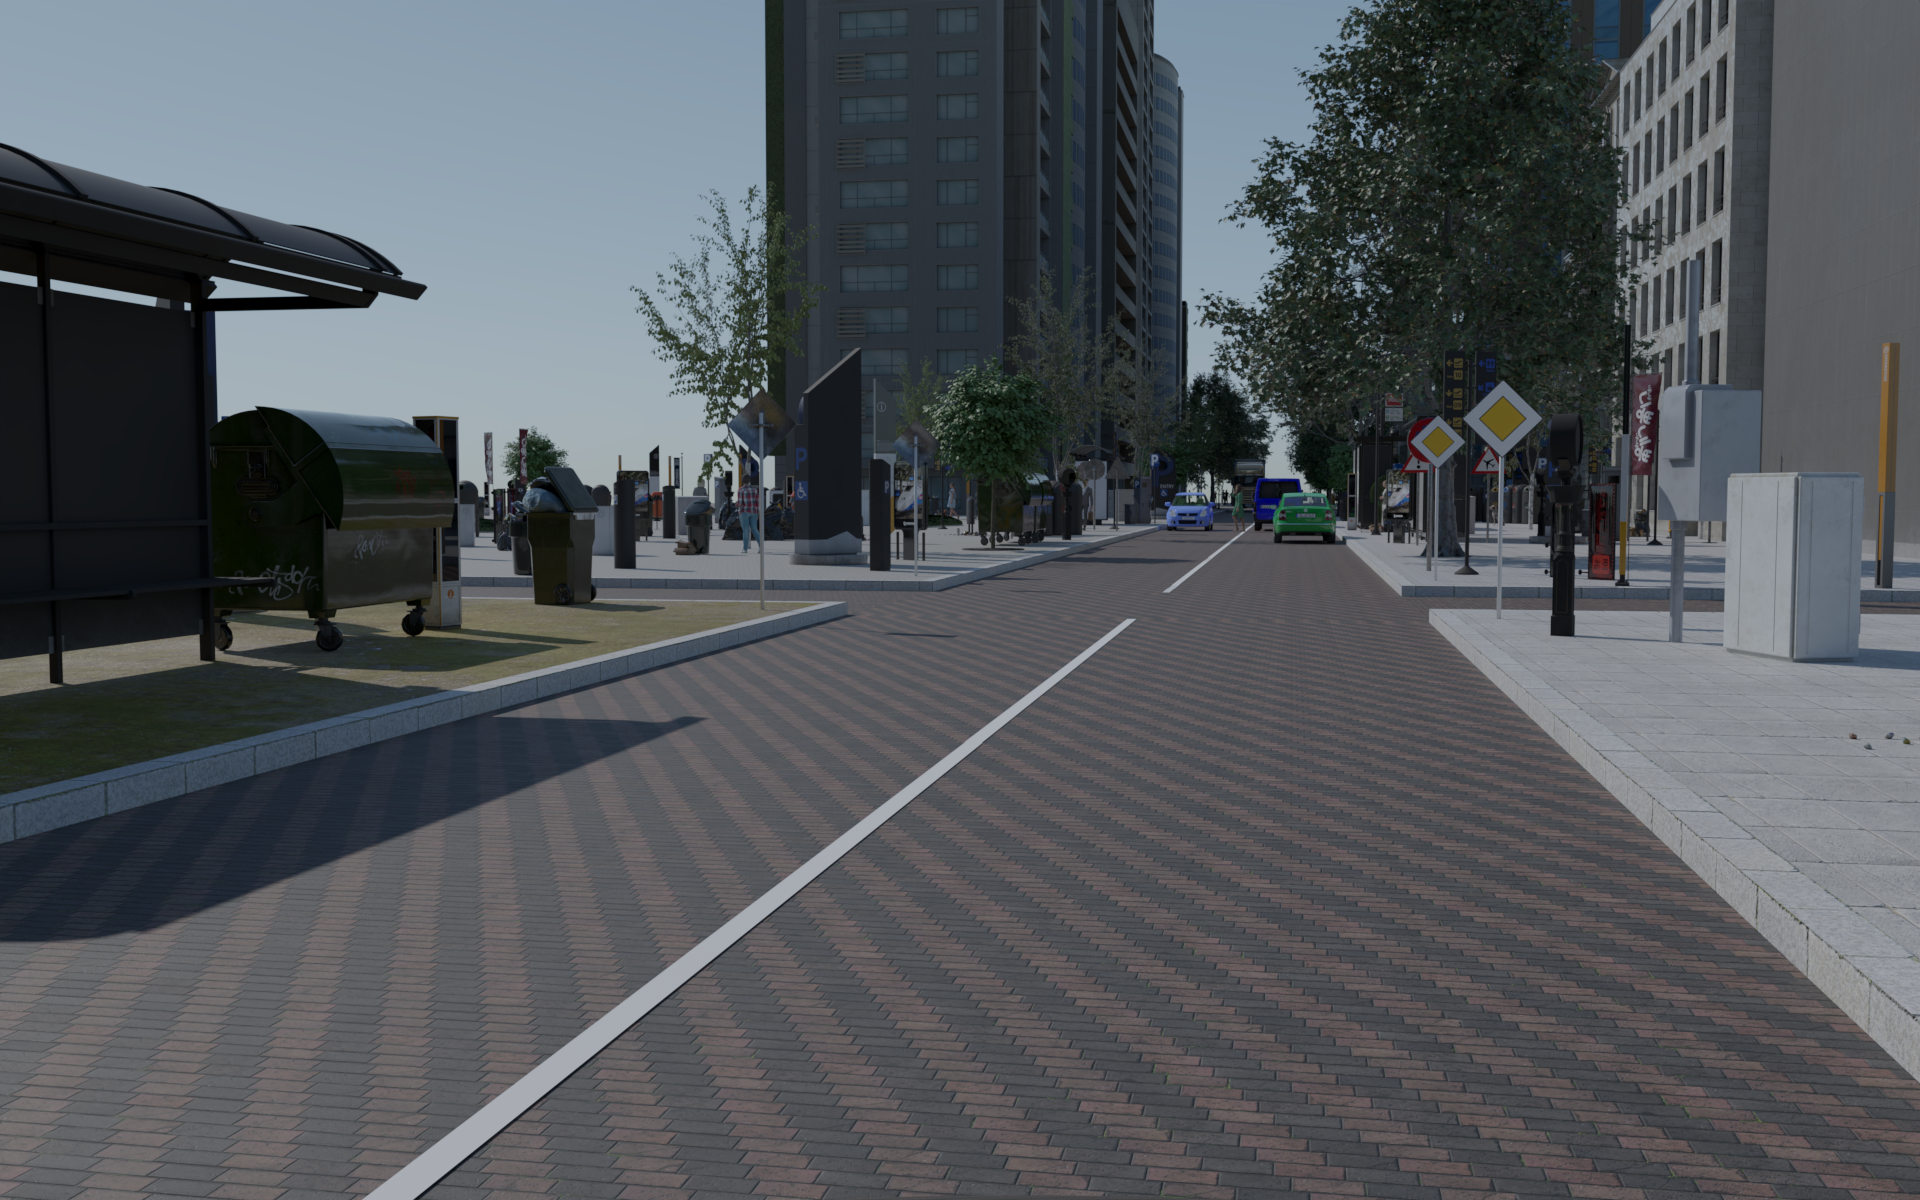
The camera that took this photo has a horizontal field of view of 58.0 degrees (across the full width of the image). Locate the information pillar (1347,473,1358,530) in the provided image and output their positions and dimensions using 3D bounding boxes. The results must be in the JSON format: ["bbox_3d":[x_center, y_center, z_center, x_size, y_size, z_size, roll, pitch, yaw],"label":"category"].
[{"bbox_3d":[13.877,-3.471,61.242,0.304,2.012,0.304,1,4,20],"label":"information pillar"}]

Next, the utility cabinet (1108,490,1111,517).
[{"bbox_3d":[8.257,-5.382,96.672,1.173,1.500,0.318,0,4,-5],"label":"utility cabinet"}]

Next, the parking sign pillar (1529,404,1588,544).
[{"bbox_3d":[15.558,-3.453,44.932,1.447,3.967,1.447,2,4,30],"label":"parking sign pillar"}]

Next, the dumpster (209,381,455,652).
[{"bbox_3d":[-5.475,-0.757,14.865,1.502,2.255,1.985,1,4,11],"label":"dumpster"}]

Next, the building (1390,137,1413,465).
[{"bbox_3d":[64.349,-35.967,211.769,21.300,48.544,21.600,1,4,11],"label":"building"}]

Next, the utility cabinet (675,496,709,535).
[{"bbox_3d":[-8.383,-2.633,54.211,1.020,1.237,0.306,-2,4,-31],"label":"utility cabinet"}]

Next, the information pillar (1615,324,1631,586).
[{"bbox_3d":[9.295,-2.008,24.193,0.183,3.616,0.504,1,4,22],"label":"information pillar"}]

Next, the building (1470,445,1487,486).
[{"bbox_3d":[46.014,-41.678,119.684,20.563,71.187,20.611,1,4,11],"label":"building"}]

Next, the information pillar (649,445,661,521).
[{"bbox_3d":[-14.386,-5.523,81.650,0.504,3.616,0.183,0,4,-3],"label":"information pillar"}]

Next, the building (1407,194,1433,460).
[{"bbox_3d":[57.554,-31.233,194.247,14.154,41.232,14.086,1,4,11],"label":"building"}]

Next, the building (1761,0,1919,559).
[{"bbox_3d":[34.543,-13.241,35.553,30.058,24.678,14.314,1,4,11],"label":"building"}]

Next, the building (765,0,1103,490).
[{"bbox_3d":[-1.148,-36.082,131.947,21.231,58.520,28.212,1,4,11],"label":"building"}]

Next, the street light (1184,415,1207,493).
[{"bbox_3d":[13.811,-7.920,102.025,1.470,5.913,1.316,1,4,11],"label":"street light"}]

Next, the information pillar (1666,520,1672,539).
[{"bbox_3d":[20.489,-3.558,49.531,0.183,3.616,0.504,-1,4,-19],"label":"information pillar"}]

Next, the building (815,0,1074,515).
[{"bbox_3d":[-0.609,-26.113,110.545,14.154,41.232,14.086,1,4,11],"label":"building"}]

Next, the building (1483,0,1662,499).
[{"bbox_3d":[39.461,-27.718,103.305,14.600,45.320,14.200,1,4,11],"label":"building"}]

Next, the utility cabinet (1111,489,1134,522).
[{"bbox_3d":[7.568,-4.359,79.951,0.318,1.500,1.173,3,5,42],"label":"utility cabinet"}]

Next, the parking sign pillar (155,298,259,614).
[{"bbox_3d":[-8.410,-1.853,18.763,1.447,3.967,1.447,-2,4,-33],"label":"parking sign pillar"}]

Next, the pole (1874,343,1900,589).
[{"bbox_3d":[12.573,-1.813,23.480,0.158,3.312,0.155,0,3,0],"label":"pole"}]

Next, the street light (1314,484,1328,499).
[{"bbox_3d":[21.161,-7.754,99.311,1.470,5.913,1.316,1,4,11],"label":"street light"}]

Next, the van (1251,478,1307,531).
[{"bbox_3d":[12.659,-3.935,68.714,2.240,2.365,5.245,1,4,11],"label":"van"}]

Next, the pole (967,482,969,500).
[{"bbox_3d":[0.436,-5.792,88.542,0.158,3.312,0.155,0,3,0],"label":"pole"}]

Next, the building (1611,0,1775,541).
[{"bbox_3d":[27.271,-12.154,53.463,10.420,20.320,16.860,1,4,11],"label":"building"}]

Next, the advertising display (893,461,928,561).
[{"bbox_3d":[-0.955,-1.731,33.521,0.123,1.923,0.974,-3,4,-38],"label":"advertising display"}]

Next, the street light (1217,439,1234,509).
[{"bbox_3d":[22.584,-10.688,147.296,1.470,5.913,1.316,1,4,11],"label":"street light"}]

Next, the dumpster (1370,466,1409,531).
[{"bbox_3d":[15.190,-3.566,60.802,1.502,2.255,1.985,1,4,11],"label":"dumpster"}]

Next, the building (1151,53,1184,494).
[{"bbox_3d":[17.984,-42.039,229.343,21.231,58.520,28.212,1,4,11],"label":"building"}]

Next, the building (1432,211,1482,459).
[{"bbox_3d":[52.027,-32.175,145.667,23.786,49.044,30.456,1,4,11],"label":"building"}]

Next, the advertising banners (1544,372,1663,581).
[{"bbox_3d":[9.565,-1.811,25.806,0.090,3.025,2.074,-2,4,-28],"label":"advertising banners"}]

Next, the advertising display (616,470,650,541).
[{"bbox_3d":[-8.895,-2.563,47.126,0.974,1.923,0.123,-3,5,-44],"label":"advertising display"}]

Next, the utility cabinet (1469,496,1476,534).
[{"bbox_3d":[15.987,-2.710,55.473,1.020,1.237,0.306,-1,4,-16],"label":"utility cabinet"}]

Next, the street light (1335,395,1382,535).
[{"bbox_3d":[12.464,-4.984,54.025,1.470,5.913,1.316,1,4,11],"label":"street light"}]

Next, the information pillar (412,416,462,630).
[{"bbox_3d":[-4.953,-0.729,16.419,0.304,2.012,0.304,2,4,25],"label":"information pillar"}]

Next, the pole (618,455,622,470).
[{"bbox_3d":[-17.730,-5.903,90.351,0.158,3.312,0.155,0,3,0],"label":"pole"}]

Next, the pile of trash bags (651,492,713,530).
[{"bbox_3d":[-9.500,-3.229,62.545,3.447,1.369,1.912,0,4,1],"label":"pile of trash bags"}]

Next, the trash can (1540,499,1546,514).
[{"bbox_3d":[18.323,-2.571,53.689,0.748,1.137,0.748,0,3,0],"label":"trash can"}]

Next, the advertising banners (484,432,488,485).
[{"bbox_3d":[-12.811,-3.193,48.392,0.090,3.025,2.074,-3,5,-41],"label":"advertising banners"}]

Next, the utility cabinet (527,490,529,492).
[{"bbox_3d":[-24.477,-5.394,96.877,0.318,1.500,1.173,-3,5,-39],"label":"utility cabinet"}]

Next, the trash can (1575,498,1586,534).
[{"bbox_3d":[20.005,-2.736,56.382,0.748,1.137,0.748,0,3,0],"label":"trash can"}]

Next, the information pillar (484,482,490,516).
[{"bbox_3d":[-27.972,-5.989,102.407,0.304,2.012,0.304,-1,4,-8],"label":"information pillar"}]

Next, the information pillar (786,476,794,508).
[{"bbox_3d":[-6.903,-4.052,70.735,0.304,2.012,0.304,1,4,11],"label":"information pillar"}]

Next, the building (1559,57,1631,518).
[{"bbox_3d":[35.176,-15.883,78.778,14.460,24.649,34.723,1,4,11],"label":"building"}]

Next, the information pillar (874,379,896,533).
[{"bbox_3d":[-1.547,-2.697,35.447,0.504,3.616,0.183,-2,4,-30],"label":"information pillar"}]

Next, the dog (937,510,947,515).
[{"bbox_3d":[-0.886,-4.205,85.583,0.406,0.507,0.540,1,4,9],"label":"dog"}]

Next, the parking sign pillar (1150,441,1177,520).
[{"bbox_3d":[10.252,-6.051,87.413,1.447,3.967,1.447,0,4,-5],"label":"parking sign pillar"}]

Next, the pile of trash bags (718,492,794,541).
[{"bbox_3d":[-5.233,-2.410,49.156,1.912,1.369,3.447,1,4,22],"label":"pile of trash bags"}]

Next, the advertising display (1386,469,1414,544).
[{"bbox_3d":[11.419,-2.433,44.991,0.123,1.923,0.974,-2,4,-24],"label":"advertising display"}]

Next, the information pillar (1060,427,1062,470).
[{"bbox_3d":[3.522,-4.225,60.439,0.183,3.616,0.504,0,4,2],"label":"information pillar"}]

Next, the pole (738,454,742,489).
[{"bbox_3d":[-11.230,-5.788,88.481,0.158,3.312,0.155,0,3,0],"label":"pole"}]

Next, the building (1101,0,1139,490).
[{"bbox_3d":[4.515,-32.635,157.282,21.300,48.544,21.600,1,4,11],"label":"building"}]

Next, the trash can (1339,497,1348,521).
[{"bbox_3d":[18.215,-4.278,81.595,0.748,1.137,0.748,0,3,0],"label":"trash can"}]

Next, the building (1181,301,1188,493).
[{"bbox_3d":[25.435,-29.271,250.279,14.160,30.474,14.107,1,4,11],"label":"building"}]

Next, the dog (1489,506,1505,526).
[{"bbox_3d":[21.709,-3.382,69.679,0.513,0.831,0.800,-1,4,-20],"label":"dog"}]

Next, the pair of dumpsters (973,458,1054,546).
[{"bbox_3d":[1.388,-2.594,44.909,1.574,2.255,4.437,1,4,11],"label":"pair of dumpsters"}]

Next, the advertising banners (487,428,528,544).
[{"bbox_3d":[-11.801,-3.018,45.539,0.090,3.025,2.074,1,4,13],"label":"advertising banners"}]

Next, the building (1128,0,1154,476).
[{"bbox_3d":[14.333,-46.833,203.963,20.563,71.187,20.611,1,4,11],"label":"building"}]

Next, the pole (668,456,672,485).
[{"bbox_3d":[-15.477,-6.029,92.425,0.158,3.312,0.155,0,3,0],"label":"pole"}]
